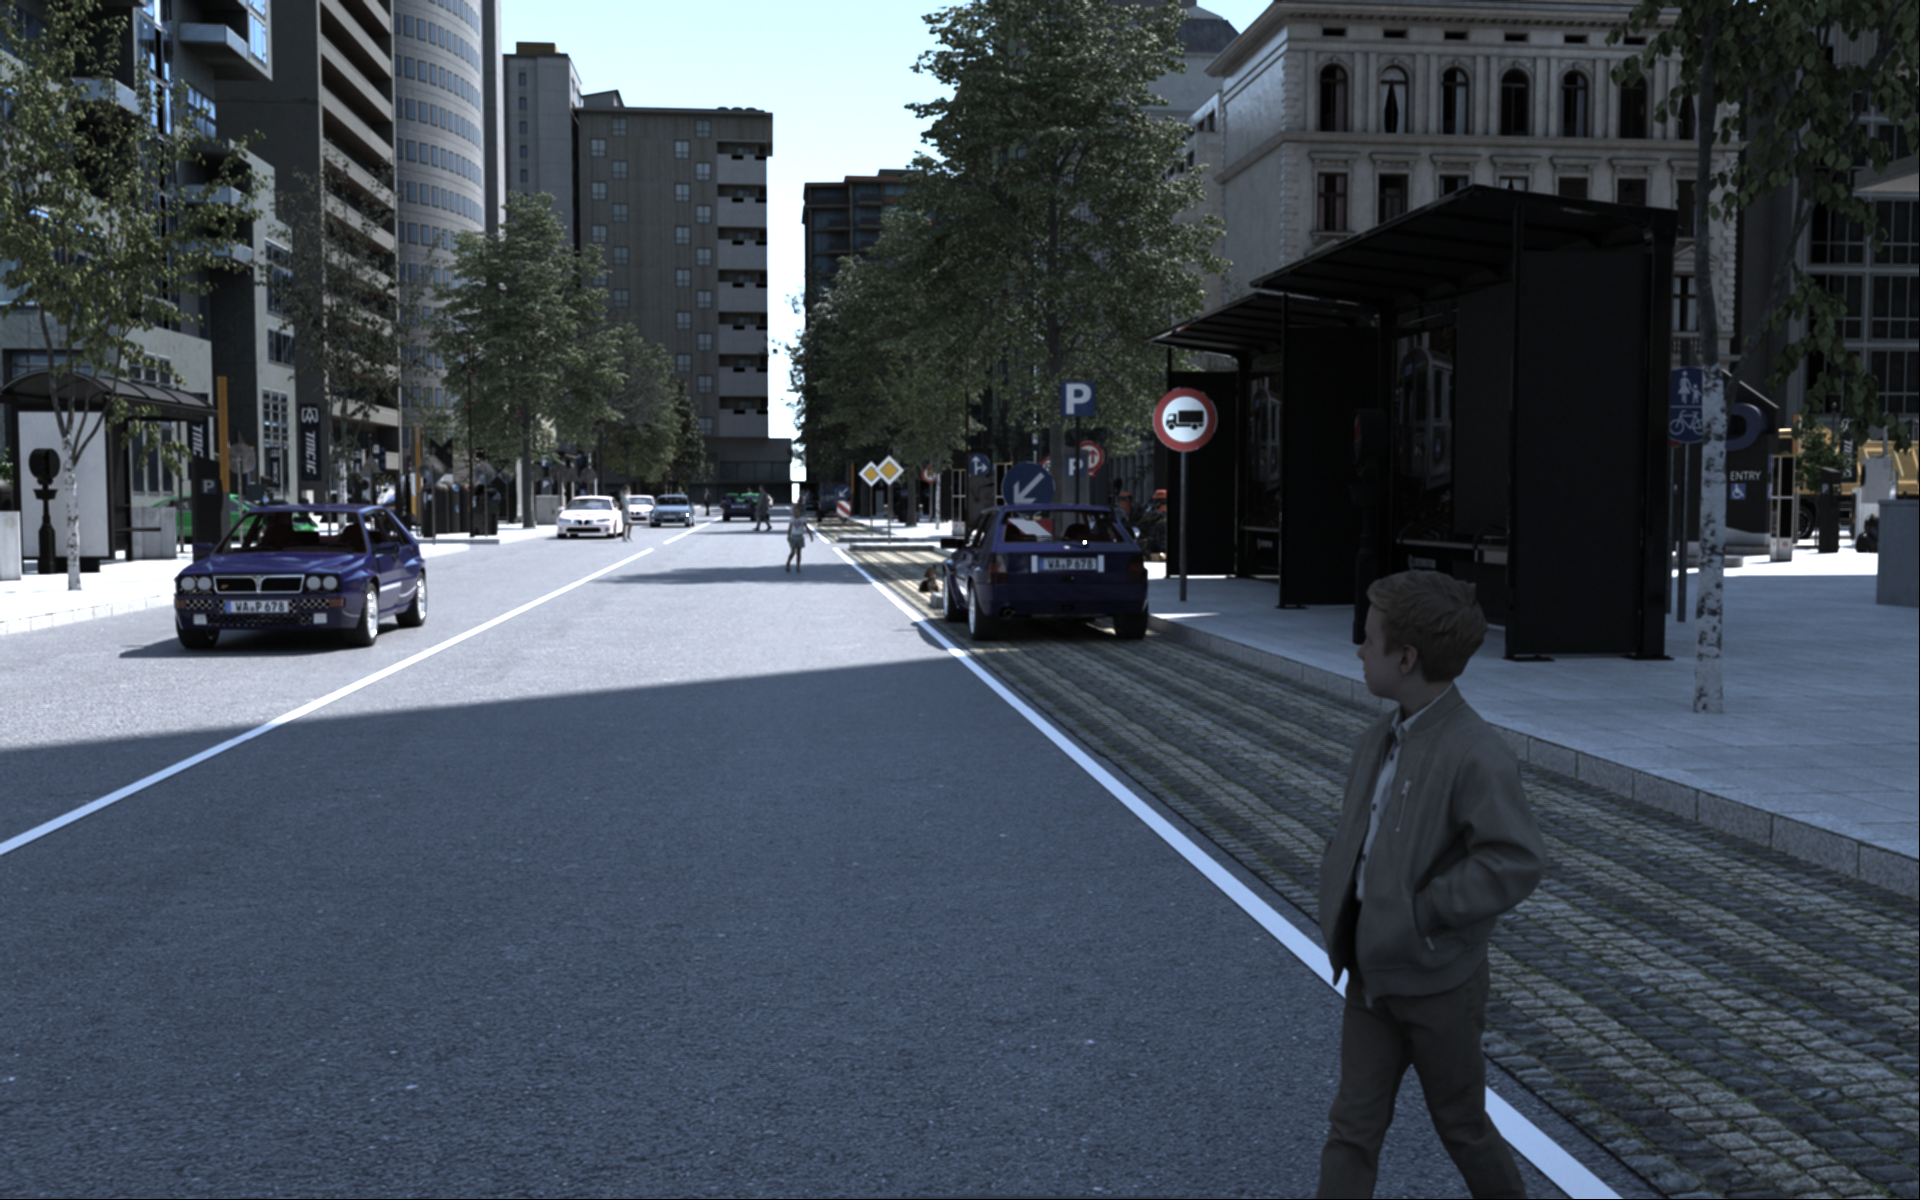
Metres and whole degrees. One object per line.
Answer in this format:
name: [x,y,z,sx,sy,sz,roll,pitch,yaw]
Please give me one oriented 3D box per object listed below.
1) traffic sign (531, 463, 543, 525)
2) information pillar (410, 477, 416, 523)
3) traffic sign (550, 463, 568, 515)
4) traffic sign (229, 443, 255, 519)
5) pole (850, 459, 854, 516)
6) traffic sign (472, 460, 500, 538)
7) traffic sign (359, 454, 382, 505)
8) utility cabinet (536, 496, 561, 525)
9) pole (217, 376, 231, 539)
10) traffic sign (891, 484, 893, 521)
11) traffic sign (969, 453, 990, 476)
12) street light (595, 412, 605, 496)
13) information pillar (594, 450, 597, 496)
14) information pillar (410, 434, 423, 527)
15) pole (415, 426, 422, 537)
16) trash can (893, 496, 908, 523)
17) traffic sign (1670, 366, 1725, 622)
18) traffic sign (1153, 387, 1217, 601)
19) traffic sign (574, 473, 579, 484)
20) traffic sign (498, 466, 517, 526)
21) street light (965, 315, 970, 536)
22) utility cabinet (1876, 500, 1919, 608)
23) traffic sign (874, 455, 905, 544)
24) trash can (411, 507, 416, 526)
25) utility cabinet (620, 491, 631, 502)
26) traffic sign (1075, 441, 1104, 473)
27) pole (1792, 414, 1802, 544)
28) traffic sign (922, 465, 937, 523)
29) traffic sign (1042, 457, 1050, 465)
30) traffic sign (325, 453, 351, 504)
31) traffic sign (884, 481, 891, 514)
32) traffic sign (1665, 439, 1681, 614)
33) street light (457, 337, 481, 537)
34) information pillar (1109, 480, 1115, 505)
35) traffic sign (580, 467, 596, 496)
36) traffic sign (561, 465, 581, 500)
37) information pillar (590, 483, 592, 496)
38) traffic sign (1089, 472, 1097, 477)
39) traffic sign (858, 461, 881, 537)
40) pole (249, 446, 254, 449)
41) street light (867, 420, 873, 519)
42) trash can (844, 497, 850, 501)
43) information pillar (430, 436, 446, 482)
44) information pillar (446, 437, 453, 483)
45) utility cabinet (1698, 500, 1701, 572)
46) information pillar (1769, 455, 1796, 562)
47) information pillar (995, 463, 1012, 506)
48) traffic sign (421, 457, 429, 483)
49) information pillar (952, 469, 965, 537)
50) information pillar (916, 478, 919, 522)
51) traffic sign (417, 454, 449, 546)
traffic sign: [-17.734,-4.401,72.063,0.768,2.556,0.104,0,4,-6]
information pillar: [-23.646,-4.323,75.177,0.304,2.012,0.304,3,5,41]
traffic sign: [-16.414,-4.332,70.935,0.768,2.556,0.104,0,4,3]
traffic sign: [-18.052,-2.650,43.436,0.768,2.556,0.104,0,4,-1]
pole: [-6.345,-6.615,101.994,0.158,3.312,0.155,0,3,0]
traffic sign: [-13.952,-2.895,50.982,0.795,2.450,0.064,0,4,-6]
traffic sign: [-18.949,-3.408,55.722,0.884,2.594,0.081,0,3,0]
utility cabinet: [-16.948,-3.680,71.335,1.020,1.237,0.306,-1,4,-14]
pole: [-12.793,-2.219,30.117,0.158,3.312,0.155,0,3,0]
traffic sign: [-3.198,-4.996,81.783,0.768,2.556,0.104,0,4,1]
traffic sign: [0.564,-3.315,54.309,0.768,2.556,0.104,0,4,3]
street light: [-18.533,-7.132,89.398,0.468,5.910,1.993,0,4,-6]
information pillar: [-19.451,-6.181,92.417,0.183,3.616,0.504,0,4,-6]
information pillar: [-21.183,-4.663,67.589,0.504,3.616,0.183,1,4,15]
pole: [-16.236,-3.552,51.919,0.158,3.312,0.155,0,3,0]
trash can: [-2.461,-4.030,77.546,0.748,1.137,0.748,0,3,0]
traffic sign: [7.252,-1.054,17.334,0.768,2.556,0.104,0,4,-1]
traffic sign: [2.678,-1.260,20.699,0.768,2.556,0.104,0,4,2]
traffic sign: [-19.894,-5.550,90.749,0.884,2.594,0.081,0,4,3]
traffic sign: [-18.354,-4.223,70.235,0.795,2.450,0.064,0,4,-5]
street light: [0.180,-4.343,43.799,0.468,5.910,1.993,0,4,-6]
utility cabinet: [10.916,-0.521,19.677,0.306,1.237,1.020,-1,4,-13]
traffic sign: [-1.808,-2.483,44.246,0.795,2.450,0.064,0,4,-6]
trash can: [-22.075,-3.571,70.047,0.748,1.137,0.748,0,3,0]
utility cabinet: [-20.959,-6.104,108.485,0.318,1.500,1.173,0,4,6]
traffic sign: [3.063,-2.534,41.538,0.768,2.556,0.104,0,4,-3]
pole: [21.365,-3.085,44.278,0.158,3.312,0.155,0,3,0]
traffic sign: [-1.306,-4.668,76.425,0.768,2.556,0.104,0,4,-1]
traffic sign: [3.092,-3.604,59.029,0.768,2.556,0.104,0,4,3]
traffic sign: [-18.660,-3.173,51.988,0.768,2.556,0.104,0,4,0]
traffic sign: [-4.342,-6.576,107.628,0.768,2.556,0.104,0,4,3]
traffic sign: [7.605,-1.128,18.548,0.768,2.556,0.104,0,4,-5]
street light: [-14.447,-4.790,51.101,0.468,5.910,1.993,0,4,-6]
information pillar: [7.892,-5.243,90.217,0.304,2.012,0.304,3,4,36]
traffic sign: [-17.739,-5.050,82.673,0.768,2.556,0.104,0,4,-4]
traffic sign: [-17.258,-4.704,76.908,0.884,2.594,0.081,0,4,0]
information pillar: [-20.186,-5.481,94.107,0.304,2.012,0.304,1,4,12]
traffic sign: [3.847,-3.325,54.373,0.884,2.594,0.081,0,4,-5]
traffic sign: [-2.672,-2.969,52.185,0.795,2.450,0.064,0,4,-6]
pole: [-30.300,-4.912,74.152,0.158,3.312,0.155,0,3,0]
street light: [-4.490,-7.013,87.444,0.468,5.910,1.993,0,4,-6]
trash can: [-8.117,-6.822,123.188,0.748,1.137,0.748,0,3,0]
information pillar: [-21.287,-4.834,70.397,0.504,3.616,0.183,0,4,4]
information pillar: [-21.111,-4.893,71.363,0.183,3.616,0.504,3,5,40]
utility cabinet: [12.153,-1.033,28.059,0.306,1.237,1.020,2,4,26]
information pillar: [15.604,-1.735,32.864,0.304,2.012,0.304,0,4,-2]
information pillar: [1.040,-2.245,41.197,0.304,2.012,0.304,2,4,33]
traffic sign: [-18.091,-3.595,58.892,0.768,2.556,0.104,0,4,-1]
information pillar: [-0.031,-2.892,51.780,0.304,2.012,0.304,2,4,33]
information pillar: [-2.081,-4.596,79.631,0.304,2.012,0.304,3,5,43]
traffic sign: [-13.088,-2.410,43.043,0.795,2.450,0.064,0,4,-6]
